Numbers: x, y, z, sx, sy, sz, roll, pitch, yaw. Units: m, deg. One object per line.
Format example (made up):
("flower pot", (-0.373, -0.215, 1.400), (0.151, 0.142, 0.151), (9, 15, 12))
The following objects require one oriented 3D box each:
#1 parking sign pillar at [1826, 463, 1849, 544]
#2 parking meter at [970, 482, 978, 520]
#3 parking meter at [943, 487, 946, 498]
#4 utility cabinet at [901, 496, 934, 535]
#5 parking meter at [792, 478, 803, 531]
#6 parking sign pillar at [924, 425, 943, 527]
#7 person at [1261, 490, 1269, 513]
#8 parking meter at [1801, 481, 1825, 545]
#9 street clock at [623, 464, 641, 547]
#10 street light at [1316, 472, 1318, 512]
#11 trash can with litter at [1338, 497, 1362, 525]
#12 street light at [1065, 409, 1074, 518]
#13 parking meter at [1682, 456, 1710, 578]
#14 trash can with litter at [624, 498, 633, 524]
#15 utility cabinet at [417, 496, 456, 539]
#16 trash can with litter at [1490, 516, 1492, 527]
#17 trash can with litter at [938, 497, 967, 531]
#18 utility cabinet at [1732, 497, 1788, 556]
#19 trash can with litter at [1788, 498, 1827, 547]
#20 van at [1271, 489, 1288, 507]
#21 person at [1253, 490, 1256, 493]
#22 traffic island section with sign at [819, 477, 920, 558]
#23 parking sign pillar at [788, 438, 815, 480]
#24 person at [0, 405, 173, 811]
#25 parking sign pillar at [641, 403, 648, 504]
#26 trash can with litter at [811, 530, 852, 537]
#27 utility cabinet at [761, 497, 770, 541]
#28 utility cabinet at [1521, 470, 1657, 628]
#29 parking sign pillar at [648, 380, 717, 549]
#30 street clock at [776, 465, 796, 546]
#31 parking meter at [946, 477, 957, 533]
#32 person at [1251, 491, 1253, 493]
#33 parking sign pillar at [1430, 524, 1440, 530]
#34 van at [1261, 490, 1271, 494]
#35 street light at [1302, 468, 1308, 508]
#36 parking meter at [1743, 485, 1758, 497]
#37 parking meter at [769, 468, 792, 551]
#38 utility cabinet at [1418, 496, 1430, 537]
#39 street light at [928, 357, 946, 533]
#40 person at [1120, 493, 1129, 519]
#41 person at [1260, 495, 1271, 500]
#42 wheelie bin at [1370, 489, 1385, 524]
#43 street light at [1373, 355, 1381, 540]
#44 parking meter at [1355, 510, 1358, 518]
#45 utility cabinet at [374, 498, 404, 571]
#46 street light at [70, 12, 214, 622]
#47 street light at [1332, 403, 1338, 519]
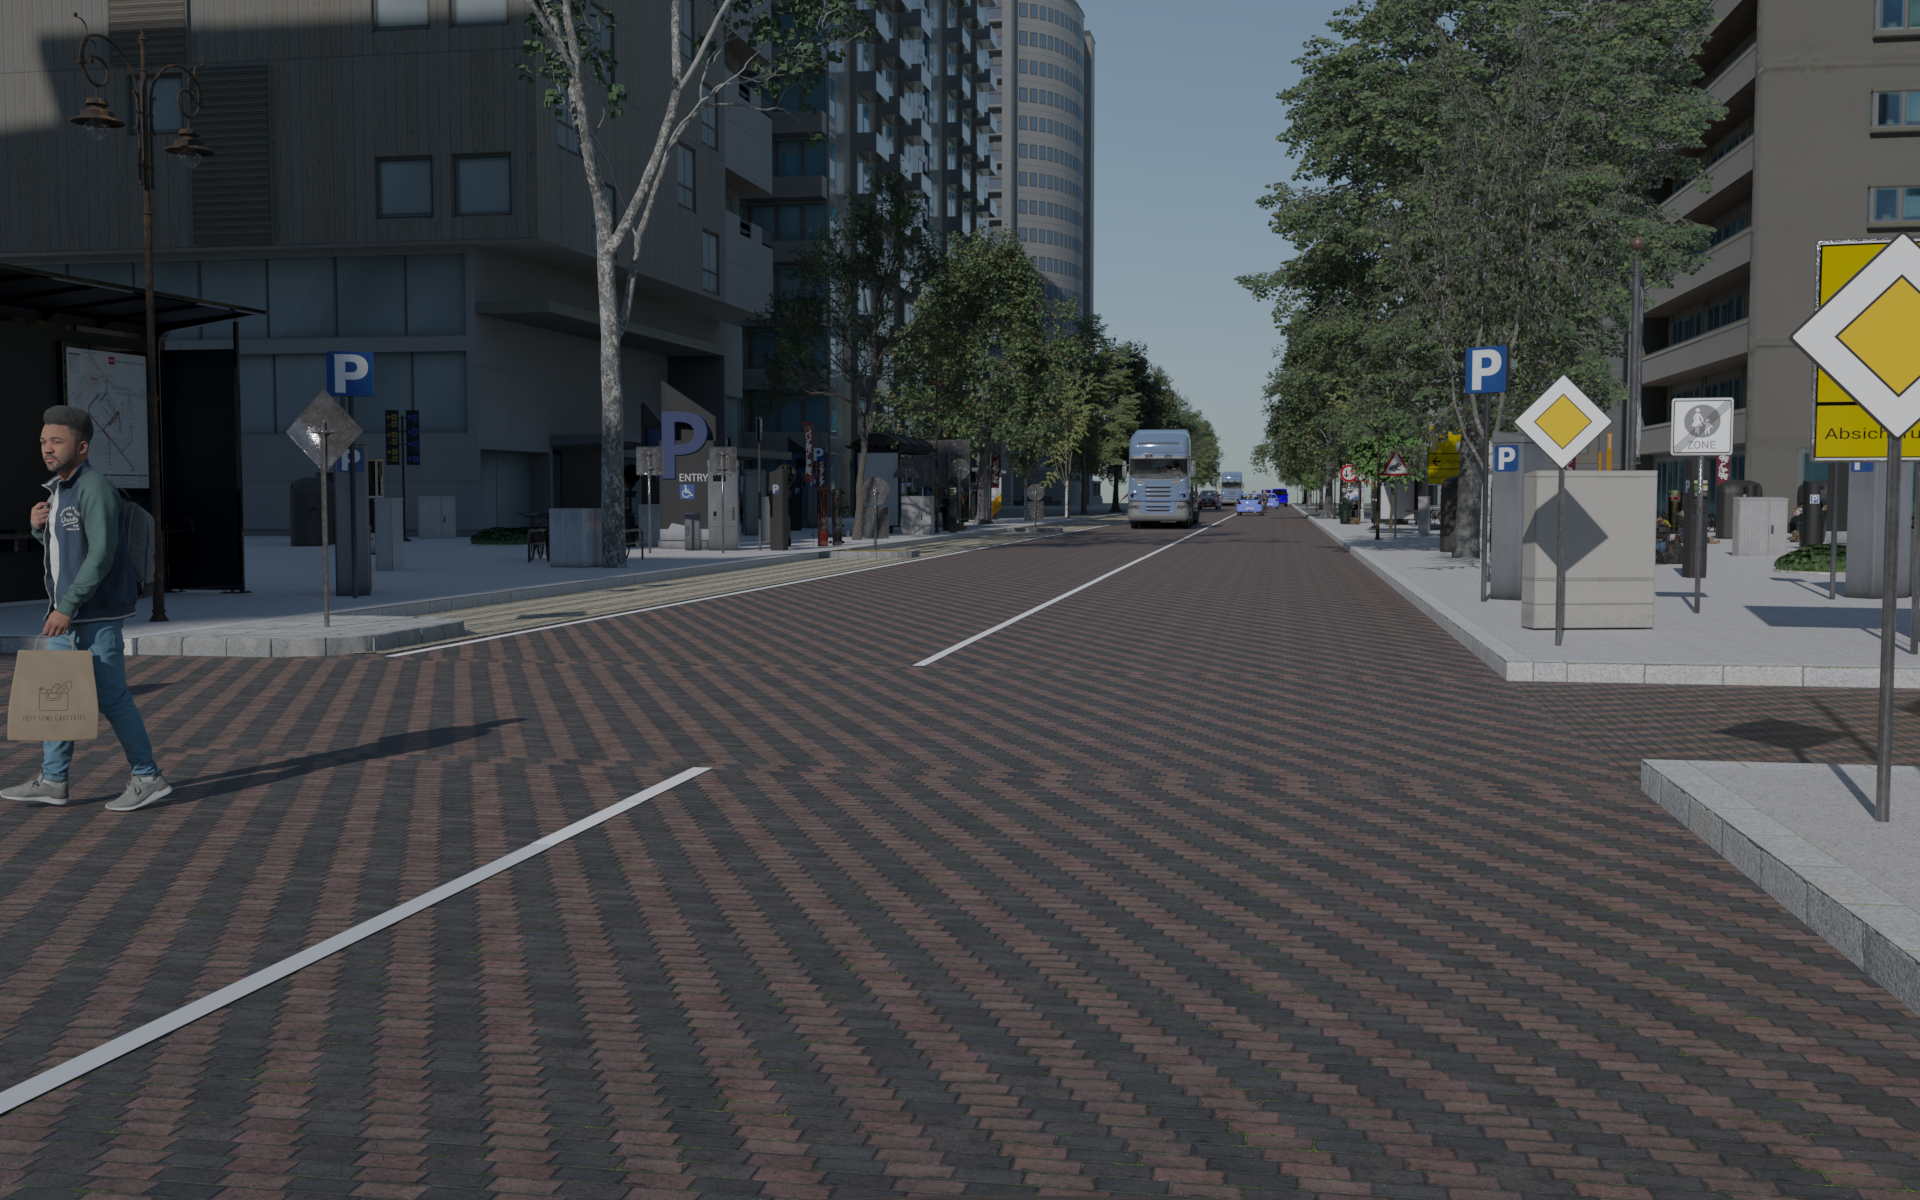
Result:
("parking sign pillar", (19.823, -3.032, 38.041), (1.447, 3.967, 1.447), (-3, 5, -43))
("parking meter", (0.682, -4.876, 85.441), (0.255, 1.863, 0.399), (-2, 4, -27))
("parking meter", (-0.816, -4.696, 82.487), (0.399, 1.863, 0.255), (2, 4, 34))
("utility cabinet", (-1.334, -2.652, 54.518), (1.020, 1.237, 0.306), (1, 4, 22))
("parking meter", (-5.715, -3.349, 60.465), (0.399, 1.863, 0.255), (-2, 4, -28))
("parking sign pillar", (-1.032, -4.809, 67.100), (1.447, 3.967, 1.447), (1, 4, 16))
("person", (22.905, -7.400, 130.042), (0.990, 1.755, 0.434), (-3, 5, -42))
("parking meter", (16.106, -1.486, 32.706), (0.372, 1.533, 0.369), (0, 3, 0))
("street clock", (-7.964, -2.279, 41.834), (0.471, 2.002, 0.358), (-3, 4, -36))
("street light", (25.357, -9.187, 122.991), (0.468, 5.910, 1.993), (1, 4, 10))
("trash can with litter", (16.493, -3.774, 73.093), (0.624, 1.170, 1.055), (-3, 4, -39))
("street light", (5.808, -7.322, 92.510), (0.468, 5.910, 1.993), (1, 4, 10))
("parking meter", (11.250, -1.270, 26.481), (0.255, 1.863, 0.399), (0, 4, 3))
("trash can with litter", (-10.111, -2.393, 50.519), (1.055, 1.170, 0.624), (-3, 5, -44))
("utility cabinet", (-15.014, -2.358, 49.714), (1.020, 1.237, 0.306), (-2, 4, -24))
("trash can with litter", (7.758, -0.809, 24.615), (0.624, 1.170, 1.055), (0, 4, 7))
("trash can with litter", (-0.267, -3.011, 60.613), (0.624, 1.170, 1.055), (3, 5, 42))
("utility cabinet", (16.559, -1.509, 35.842), (1.020, 1.237, 0.306), (0, 4, -1))
("trash can with litter", (19.845, -1.785, 40.572), (0.624, 1.170, 1.055), (1, 4, 22))
("van", (36.183, -11.754, 196.555), (2.240, 2.365, 5.245), (1, 4, 8))
("person", (22.232, -7.433, 130.963), (0.436, 1.711, 0.756), (-1, 4, -12))
("traffic island section with sign", (-1.980, -1.872, 39.235), (1.989, 1.847, 2.006), (1, 4, 10))
("parking sign pillar", (-7.513, -5.730, 82.159), (1.447, 3.967, 1.447), (0, 4, -5))
("person", (-3.941, 0.044, 7.761), (0.713, 1.824, 0.794), (-2, 4, -24))
("parking sign pillar", (-8.989, -3.877, 51.866), (1.447, 3.967, 1.447), (2, 4, 26))
("trash can with litter", (-3.706, -2.549, 52.733), (1.678, 1.210, 2.233), (-1, 4, -9))
("utility cabinet", (-5.238, -2.217, 47.406), (0.306, 1.237, 1.020), (0, 4, 2))
("utility cabinet", (5.959, -0.474, 16.432), (1.173, 1.500, 0.318), (0, 4, -5))
("parking sign pillar", (-6.415, -3.206, 40.897), (1.447, 3.967, 1.447), (0, 4, 3))
("street clock", (-4.296, -2.334, 42.737), (0.471, 2.002, 0.358), (-2, 4, -32))
("parking meter", (-0.225, -3.161, 57.395), (0.255, 1.863, 0.399), (0, 4, 3))
("person", (31.704, -10.900, 187.451), (1.217, 1.736, 0.721), (-1, 4, -21))
("parking sign pillar", (17.693, -4.531, 62.552), (1.447, 3.967, 1.447), (1, 4, 10))
("van", (42.025, -14.182, 236.267), (2.240, 2.365, 5.245), (1, 4, 12))
("street light", (32.613, -11.612, 162.638), (0.468, 5.910, 1.993), (1, 4, 10))
("parking meter", (21.863, -2.418, 47.943), (0.372, 1.533, 0.369), (0, 3, 0))
("parking meter", (-4.114, -2.053, 39.275), (0.399, 1.863, 0.255), (2, 4, 31))
("utility cabinet", (14.050, -2.526, 52.462), (0.306, 1.237, 1.020), (1, 4, 19))
("street light", (-0.763, -5.141, 56.842), (0.468, 5.910, 1.993), (1, 4, 10))
("person", (9.798, -5.546, 99.117), (1.348, 1.831, 0.705), (0, 4, 5))
("person", (27.687, -9.086, 157.771), (1.217, 1.735, 0.721), (1, 4, 16))
("wheelie bin", (18.328, -4.135, 75.521), (0.980, 1.594, 0.693), (3, 4, 38))
("street light", (11.718, -4.626, 48.429), (0.468, 5.910, 1.993), (1, 4, 10))
("parking meter", (19.873, -4.803, 86.941), (0.372, 1.533, 0.369), (0, 3, 0))
("utility cabinet", (-9.643, -1.106, 29.247), (0.306, 1.237, 1.020), (0, 4, -8))
("street light", (-8.076, -2.722, 17.285), (0.468, 5.910, 1.993), (1, 4, 10))
("street light", (19.069, -7.045, 87.979), (0.468, 5.910, 1.993), (1, 4, 10))
